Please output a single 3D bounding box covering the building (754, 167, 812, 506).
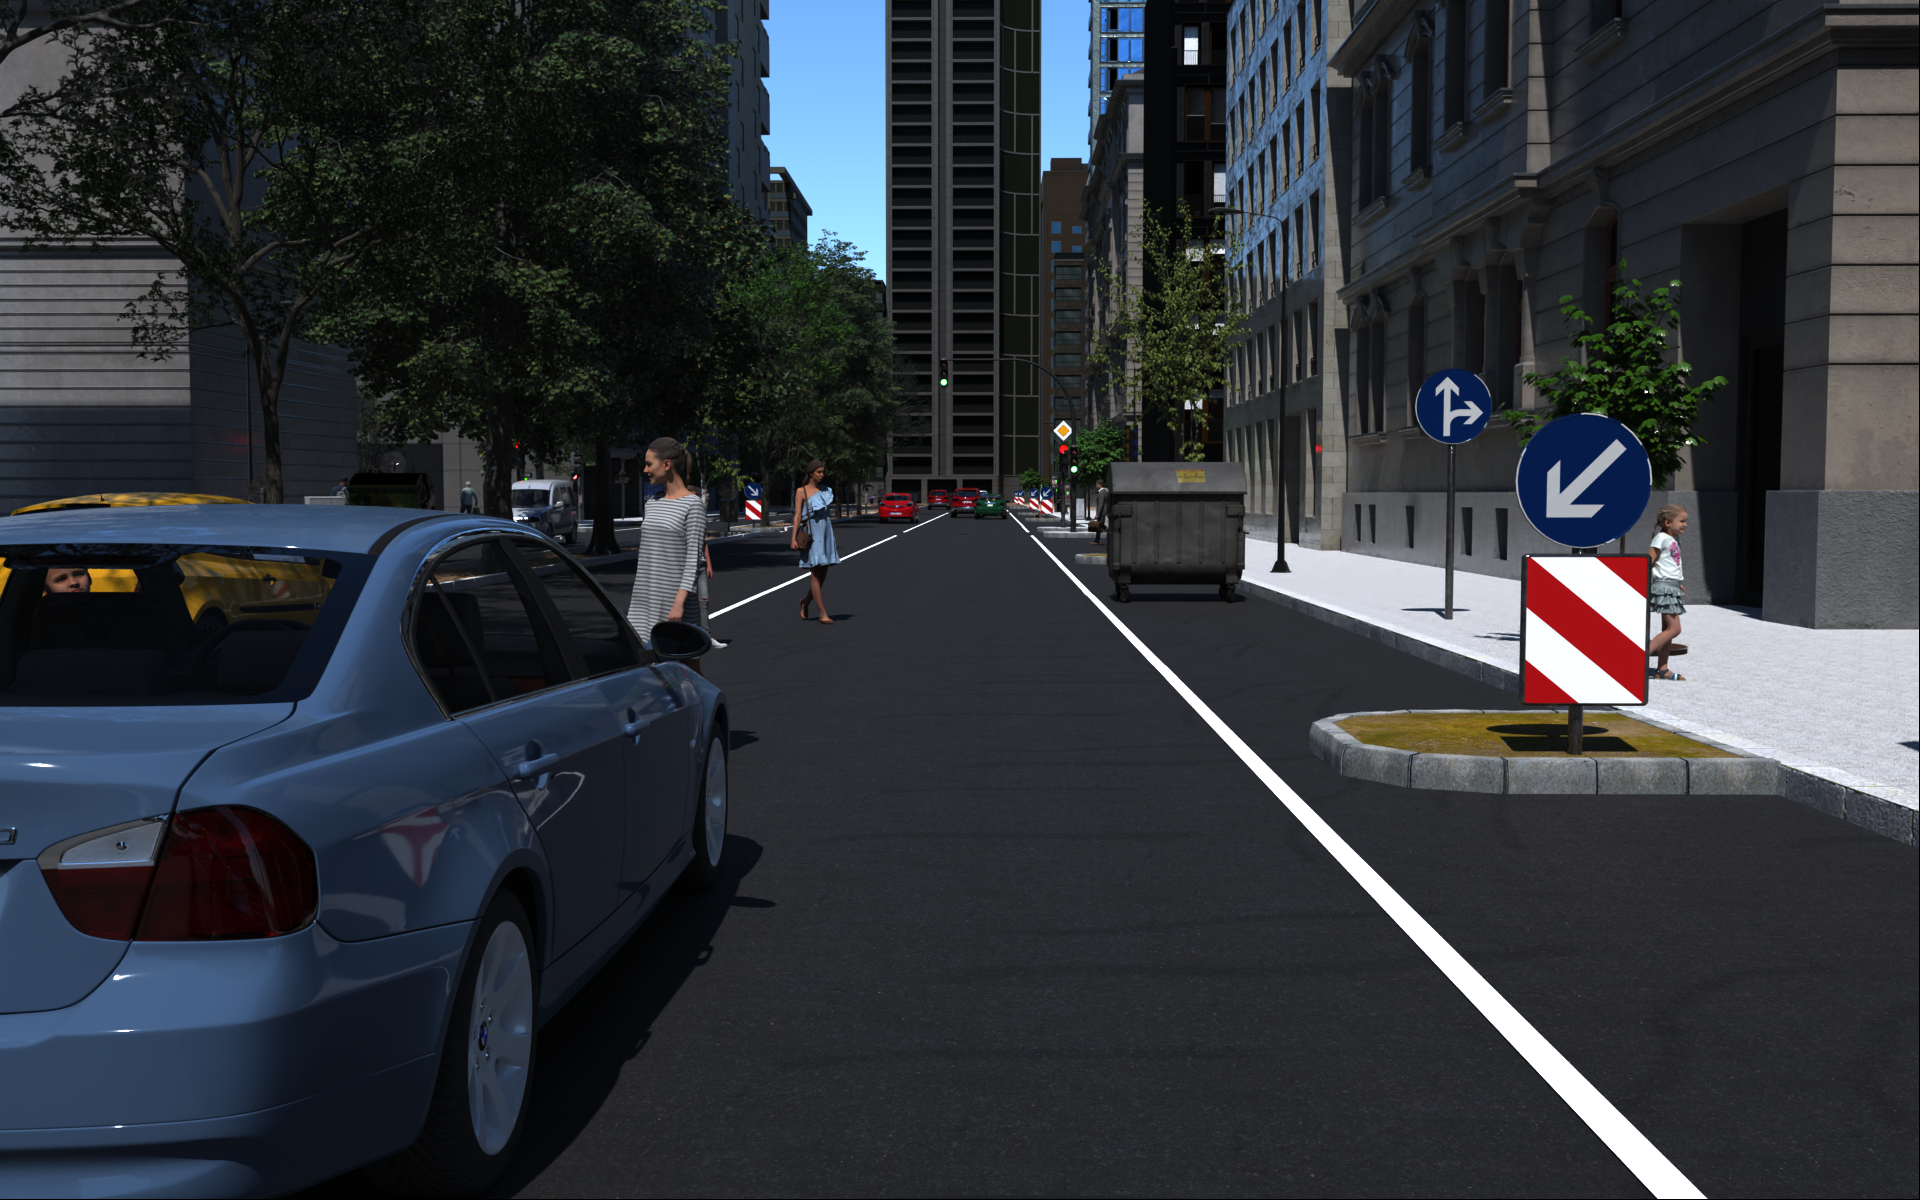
[{"bbox_3d":[-29.682,-31.018,199.022,23.993,40.220,32.217,0,4,1],"label":"building"}]

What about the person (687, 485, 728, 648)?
[{"bbox_3d":[-2.459,-0.299,15.989,0.523,1.515,0.503,1,4,18],"label":"person"}]

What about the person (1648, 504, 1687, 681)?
[{"bbox_3d":[4.852,-0.057,11.995,0.382,1.210,0.505,3,4,39],"label":"person"}]

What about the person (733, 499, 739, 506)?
[{"bbox_3d":[-17.026,-7.169,128.758,1.012,1.151,0.738,0,4,3],"label":"person"}]

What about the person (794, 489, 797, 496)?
[{"bbox_3d":[-15.692,-9.847,167.122,1.350,1.814,0.705,3,5,40],"label":"person"}]

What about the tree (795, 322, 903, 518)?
[{"bbox_3d":[-7.204,-11.047,101.195,7.486,12.596,7.792,0,3,0],"label":"tree"}]

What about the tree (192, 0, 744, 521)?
[{"bbox_3d":[-8.279,-7.432,30.632,9.857,13.997,8.962,0,3,0],"label":"tree"}]

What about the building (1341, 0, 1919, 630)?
[{"bbox_3d":[14.513,-14.627,26.534,14.401,28.519,23.554,0,4,1],"label":"building"}]

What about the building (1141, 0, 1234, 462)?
[{"bbox_3d":[16.204,-14.909,73.446,15.834,23.373,12.332,0,4,1],"label":"building"}]

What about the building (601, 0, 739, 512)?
[{"bbox_3d":[-28.908,-35.763,126.729,21.231,58.520,28.212,0,4,1],"label":"building"}]

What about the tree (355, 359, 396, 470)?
[{"bbox_3d":[-27.844,-7.932,80.046,4.360,8.622,3.978,0,3,0],"label":"tree"}]

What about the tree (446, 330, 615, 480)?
[{"bbox_3d":[-18.232,-9.481,73.147,7.486,12.596,7.792,0,3,0],"label":"tree"}]

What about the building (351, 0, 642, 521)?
[{"bbox_3d":[-28.219,-39.944,91.343,20.563,71.187,20.611,0,4,1],"label":"building"}]

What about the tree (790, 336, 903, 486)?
[{"bbox_3d":[-7.202,-9.588,93.625,8.767,10.594,7.601,0,4,1],"label":"tree"}]

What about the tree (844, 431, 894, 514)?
[{"bbox_3d":[-6.752,-10.496,124.422,4.360,8.622,3.978,0,3,0],"label":"tree"}]

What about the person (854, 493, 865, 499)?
[{"bbox_3d":[-11.865,-11.905,203.114,1.348,1.831,0.705,0,4,-4],"label":"person"}]

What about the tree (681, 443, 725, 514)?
[{"bbox_3d":[-16.524,-7.788,111.053,4.285,4.588,4.351,0,3,0],"label":"tree"}]

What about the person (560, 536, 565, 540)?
[{"bbox_3d":[-12.125,-2.680,53.327,0.512,1.701,0.522,1,4,12],"label":"person"}]

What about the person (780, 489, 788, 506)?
[{"bbox_3d":[-18.179,-10.572,178.913,0.705,1.821,1.348,2,4,32],"label":"person"}]

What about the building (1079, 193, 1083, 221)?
[{"bbox_3d":[16.264,-20.875,128.697,14.401,28.519,23.554,0,4,1],"label":"building"}]

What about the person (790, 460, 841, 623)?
[{"bbox_3d":[-1.652,-0.655,19.297,0.616,1.811,0.778,-2,4,-34],"label":"person"}]

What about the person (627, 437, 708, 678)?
[{"bbox_3d":[-1.554,-0.001,9.259,0.466,1.731,0.760,0,4,4],"label":"person"}]

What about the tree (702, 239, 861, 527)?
[{"bbox_3d":[-7.792,-8.654,69.712,9.928,11.665,9.643,0,3,0],"label":"tree"}]

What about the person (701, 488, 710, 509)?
[{"bbox_3d":[-14.649,-5.541,99.441,0.599,1.781,0.374,-1,4,-17],"label":"person"}]

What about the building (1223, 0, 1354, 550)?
[{"bbox_3d":[13.533,-11.757,46.975,10.420,20.320,16.860,0,4,1],"label":"building"}]

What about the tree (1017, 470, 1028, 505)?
[{"bbox_3d":[8.480,-13.756,208.625,4.285,4.588,4.351,0,3,0],"label":"tree"}]

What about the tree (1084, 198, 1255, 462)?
[{"bbox_3d":[5.354,-5.623,42.300,4.737,8.622,4.395,0,3,0],"label":"tree"}]

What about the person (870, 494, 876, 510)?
[{"bbox_3d":[-7.647,-8.609,152.485,0.697,1.427,0.421,-3,5,-41],"label":"person"}]

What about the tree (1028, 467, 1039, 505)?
[{"bbox_3d":[6.398,-6.331,87.219,4.285,4.588,4.351,0,3,0],"label":"tree"}]

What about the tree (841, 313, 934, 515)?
[{"bbox_3d":[-6.763,-12.427,116.003,12.009,13.543,11.850,0,3,0],"label":"tree"}]

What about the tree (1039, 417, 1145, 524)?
[{"bbox_3d":[6.157,-5.485,73.390,4.285,4.588,4.351,0,3,0],"label":"tree"}]

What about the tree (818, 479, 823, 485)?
[{"bbox_3d":[-15.771,-12.134,192.987,1.663,3.219,1.824,0,3,0],"label":"tree"}]

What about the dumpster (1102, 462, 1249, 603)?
[{"bbox_3d":[2.877,-0.920,23.250,1.865,1.857,1.264,0,4,1],"label":"dumpster"}]

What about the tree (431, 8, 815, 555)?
[{"bbox_3d":[-8.447,-7.423,40.829,9.611,12.733,9.660,0,3,0],"label":"tree"}]

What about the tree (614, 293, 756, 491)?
[{"bbox_3d":[-8.045,-5.823,48.020,4.360,8.622,3.978,0,3,0],"label":"tree"}]

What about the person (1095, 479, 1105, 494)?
[{"bbox_3d":[5.673,-3.974,70.373,0.474,1.900,0.648,0,4,-4],"label":"person"}]

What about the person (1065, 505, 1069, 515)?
[{"bbox_3d":[6.658,-6.255,108.730,0.534,1.772,0.576,2,4,27],"label":"person"}]

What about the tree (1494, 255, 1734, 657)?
[{"bbox_3d":[5.449,-1.199,14.210,1.663,3.219,1.824,0,3,0],"label":"tree"}]

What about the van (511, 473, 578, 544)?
[{"bbox_3d":[-11.964,-2.543,48.593,2.013,2.044,4.112,0,4,2],"label":"van"}]

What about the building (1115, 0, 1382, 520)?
[{"bbox_3d":[15.444,-19.438,105.198,14.401,28.519,23.554,0,4,1],"label":"building"}]

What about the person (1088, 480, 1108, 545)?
[{"bbox_3d":[3.992,-2.441,48.381,0.822,1.834,0.622,0,4,6],"label":"person"}]

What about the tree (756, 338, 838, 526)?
[{"bbox_3d":[-7.453,-7.597,77.029,4.360,8.622,3.978,0,3,0],"label":"tree"}]

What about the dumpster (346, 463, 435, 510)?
[{"bbox_3d":[-15.051,-2.496,45.768,1.985,2.255,1.502,0,4,0],"label":"dumpster"}]

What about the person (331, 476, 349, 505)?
[{"bbox_3d":[-16.964,-2.513,47.476,0.623,1.781,0.721,0,4,-3],"label":"person"}]

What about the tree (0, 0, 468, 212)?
[{"bbox_3d":[-8.591,-6.022,11.282,12.009,13.543,11.850,0,3,0],"label":"tree"}]

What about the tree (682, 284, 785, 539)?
[{"bbox_3d":[-8.090,-6.225,54.601,4.737,8.622,4.395,0,3,0],"label":"tree"}]

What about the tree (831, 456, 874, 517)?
[{"bbox_3d":[-6.973,-9.473,107.697,4.737,8.622,4.395,0,3,0],"label":"tree"}]

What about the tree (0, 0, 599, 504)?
[{"bbox_3d":[-8.578,-5.202,21.928,8.767,10.594,7.601,0,4,1],"label":"tree"}]

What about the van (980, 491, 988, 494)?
[{"bbox_3d":[2.695,-12.530,211.883,2.013,2.044,4.112,0,4,2],"label":"van"}]

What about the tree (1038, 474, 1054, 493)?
[{"bbox_3d":[8.490,-10.709,169.701,1.663,3.219,1.824,0,3,0],"label":"tree"}]

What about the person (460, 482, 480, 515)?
[{"bbox_3d":[-19.202,-3.753,67.884,0.782,1.767,0.515,-2,4,-35],"label":"person"}]

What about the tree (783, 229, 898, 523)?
[{"bbox_3d":[-7.390,-10.700,84.061,9.857,13.997,8.962,0,3,0],"label":"tree"}]
